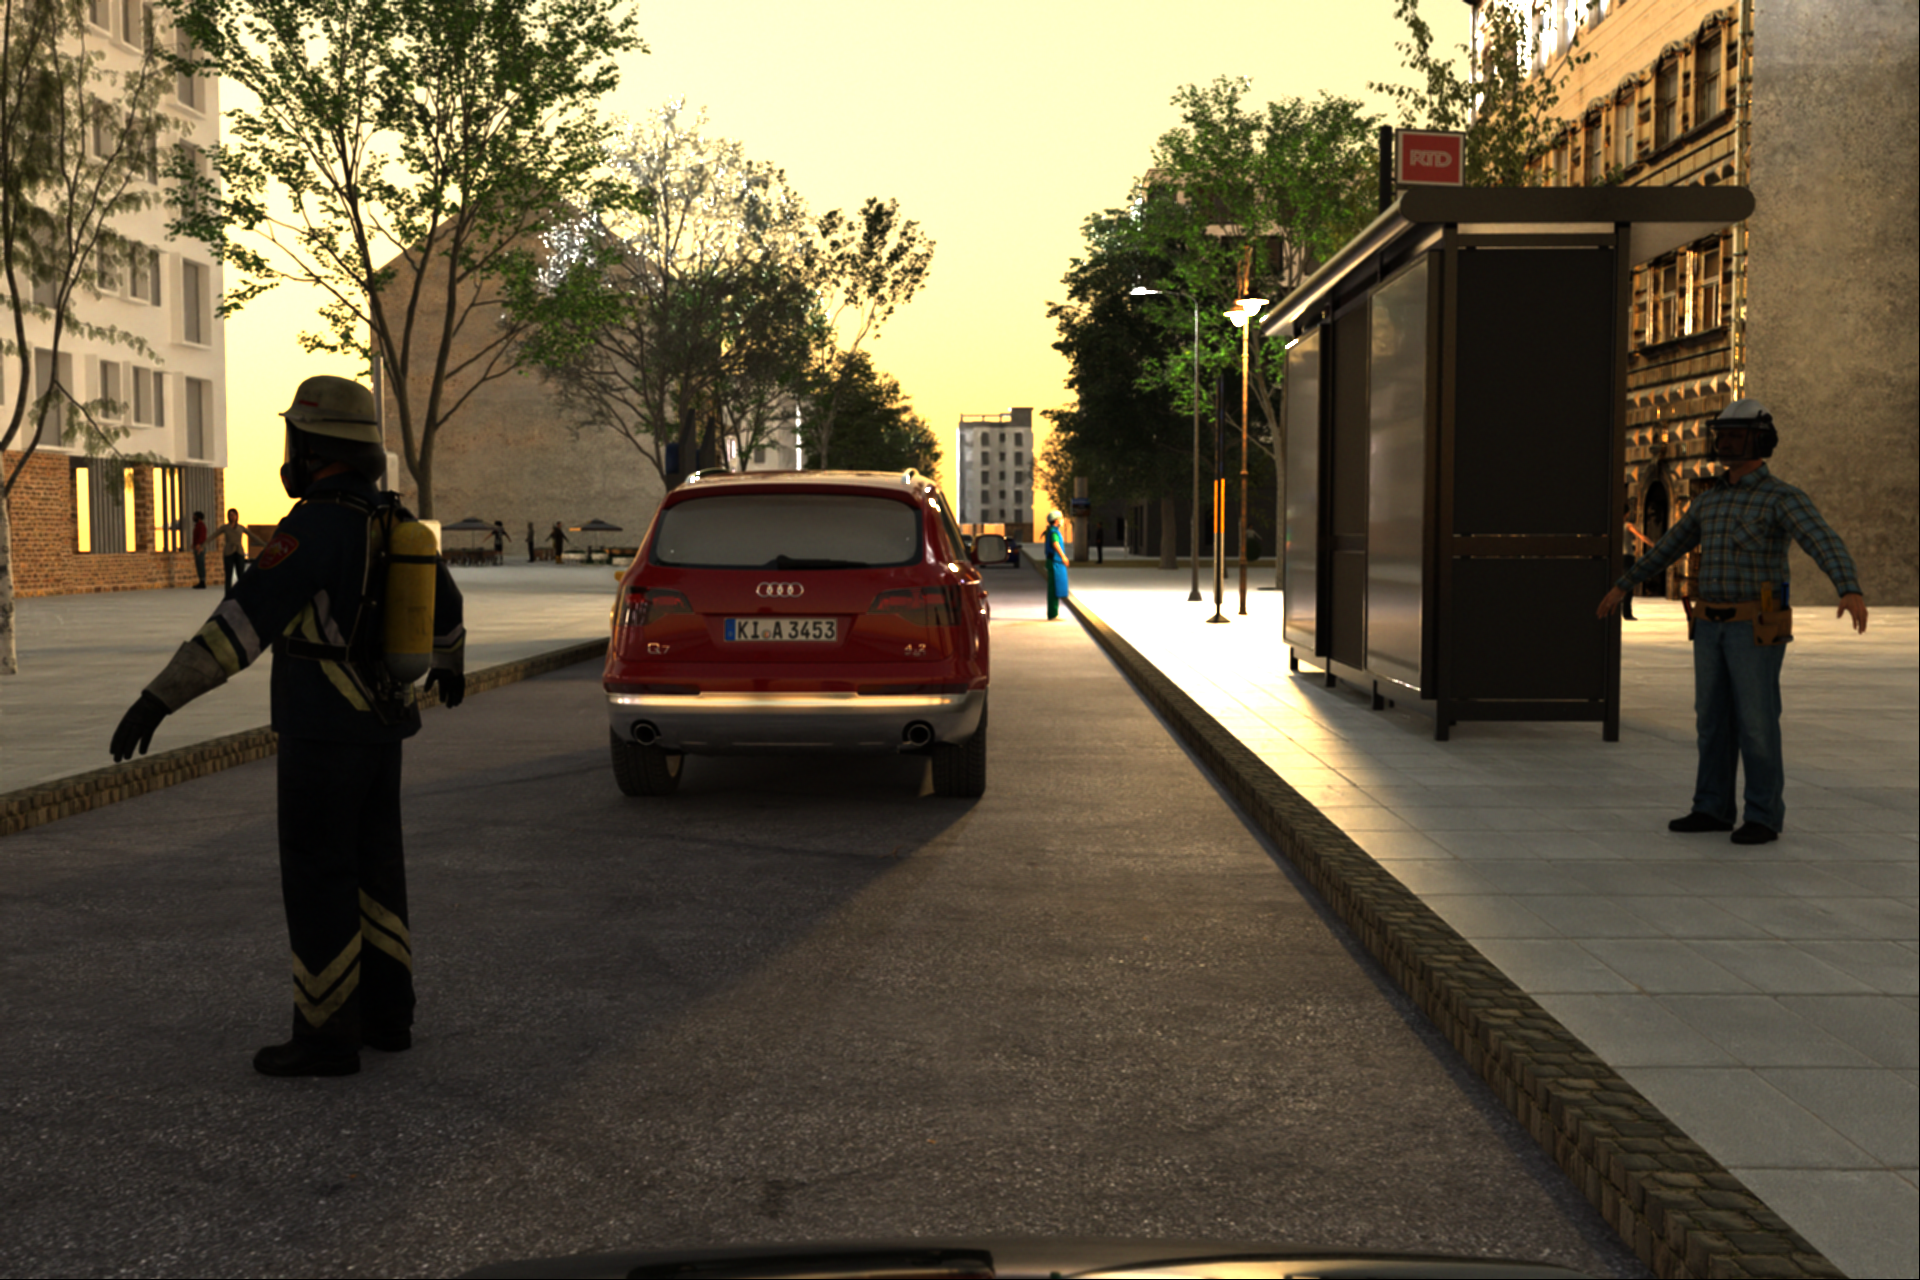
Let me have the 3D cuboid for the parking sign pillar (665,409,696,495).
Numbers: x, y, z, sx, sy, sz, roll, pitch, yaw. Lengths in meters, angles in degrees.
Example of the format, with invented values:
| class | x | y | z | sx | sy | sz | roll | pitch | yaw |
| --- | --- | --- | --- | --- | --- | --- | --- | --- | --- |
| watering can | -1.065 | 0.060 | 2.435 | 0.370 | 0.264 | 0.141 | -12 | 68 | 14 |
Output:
| class | x | y | z | sx | sy | sz | roll | pitch | yaw |
| --- | --- | --- | --- | --- | --- | --- | --- | --- | --- |
| parking sign pillar | -5.890 | -2.947 | 36.652 | 1.447 | 3.967 | 1.447 | 0 | 4 | 1 |

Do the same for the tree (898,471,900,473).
| class | x | y | z | sx | sy | sz | roll | pitch | yaw |
| --- | --- | --- | --- | --- | --- | --- | --- | --- | --- |
| tree | -4.945 | -12.990 | 162.749 | 4.360 | 8.622 | 3.978 | 0 | 3 | 0 |

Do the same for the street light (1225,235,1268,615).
| class | x | y | z | sx | sy | sz | roll | pitch | yaw |
| --- | --- | --- | --- | --- | --- | --- | --- | --- | --- |
| street light | 4.468 | -3.327 | 27.192 | 0.468 | 5.910 | 1.993 | 0 | 4 | 1 |

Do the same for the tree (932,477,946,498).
| class | x | y | z | sx | sy | sz | roll | pitch | yaw |
| --- | --- | --- | --- | --- | --- | --- | --- | --- | --- |
| tree | -5.560 | -19.851 | 258.975 | 7.601 | 10.594 | 8.767 | 1 | 4 | 10 |

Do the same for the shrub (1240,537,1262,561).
| class | x | y | z | sx | sy | sz | roll | pitch | yaw |
| --- | --- | --- | --- | --- | --- | --- | --- | --- | --- |
| shrub | 13.667 | -4.294 | 81.316 | 1.383 | 1.207 | 1.383 | 0 | 3 | 0 |

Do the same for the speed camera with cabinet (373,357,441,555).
| class | x | y | z | sx | sy | sz | roll | pitch | yaw |
| --- | --- | --- | --- | --- | --- | --- | --- | --- | --- |
| speed camera with cabinet | -6.661 | -1.578 | 20.141 | 0.660 | 3.252 | 2.038 | 0 | 4 | 2 |

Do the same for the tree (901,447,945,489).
| class | x | y | z | sx | sy | sz | roll | pitch | yaw |
| --- | --- | --- | --- | --- | --- | --- | --- | --- | --- |
| tree | -5.326 | -15.010 | 171.171 | 9.928 | 11.665 | 9.643 | 0 | 3 | 0 |

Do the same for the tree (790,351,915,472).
| class | x | y | z | sx | sy | sz | roll | pitch | yaw |
| --- | --- | --- | --- | --- | --- | --- | --- | --- | --- |
| tree | -6.605 | -11.563 | 107.187 | 7.486 | 12.596 | 7.792 | 0 | 3 | 0 |

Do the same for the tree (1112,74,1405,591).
| class | x | y | z | sx | sy | sz | roll | pitch | yaw |
| --- | --- | --- | --- | --- | --- | --- | --- | --- | --- |
| tree | 7.308 | -6.947 | 39.341 | 9.928 | 11.665 | 9.643 | 0 | 3 | 0 |

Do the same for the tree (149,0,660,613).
| class | x | y | z | sx | sy | sz | roll | pitch | yaw |
| --- | --- | --- | --- | --- | --- | --- | --- | --- | --- |
| tree | -8.708 | -6.233 | 27.666 | 9.928 | 11.665 | 9.643 | 0 | 3 | 0 |

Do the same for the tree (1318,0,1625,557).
| class | x | y | z | sx | sy | sz | roll | pitch | yaw |
| --- | --- | --- | --- | --- | --- | --- | --- | --- | --- |
| tree | 6.530 | -4.417 | 22.578 | 4.737 | 8.622 | 4.395 | 0 | 3 | 0 |

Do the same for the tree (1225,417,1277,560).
| class | x | y | z | sx | sy | sz | roll | pitch | yaw |
| --- | --- | --- | --- | --- | --- | --- | --- | --- | --- |
| tree | 13.741 | -8.182 | 84.145 | 4.737 | 8.622 | 4.395 | 0 | 3 | 0 |

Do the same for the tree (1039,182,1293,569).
| class | x | y | z | sx | sy | sz | roll | pitch | yaw |
| --- | --- | --- | --- | --- | --- | --- | --- | --- | --- |
| tree | 7.554 | -9.537 | 62.588 | 9.857 | 13.997 | 8.962 | 0 | 3 | 0 |

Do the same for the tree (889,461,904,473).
| class | x | y | z | sx | sy | sz | roll | pitch | yaw |
| --- | --- | --- | --- | --- | --- | --- | --- | --- | --- |
| tree | -6.072 | -11.469 | 137.873 | 4.360 | 8.622 | 3.978 | 0 | 3 | 0 |

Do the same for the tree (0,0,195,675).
| class | x | y | z | sx | sy | sz | roll | pitch | yaw |
| --- | --- | --- | --- | --- | --- | --- | --- | --- | --- |
| tree | -8.768 | -4.005 | 15.837 | 4.360 | 8.622 | 3.978 | 0 | 3 | 0 |

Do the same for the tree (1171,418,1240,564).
| class | x | y | z | sx | sy | sz | roll | pitch | yaw |
| --- | --- | --- | --- | --- | --- | --- | --- | --- | --- |
| tree | 9.796 | -7.541 | 73.661 | 4.360 | 8.622 | 3.978 | 0 | 3 | 0 |

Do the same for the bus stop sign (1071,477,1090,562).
| class | x | y | z | sx | sy | sz | roll | pitch | yaw |
| --- | --- | --- | --- | --- | --- | --- | --- | --- | --- |
| bus stop sign | 5.582 | -5.572 | 80.113 | 0.837 | 3.901 | 0.837 | 0 | 4 | 1 |

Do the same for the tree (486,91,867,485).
| class | x | y | z | sx | sy | sz | roll | pitch | yaw |
| --- | --- | --- | --- | --- | --- | --- | --- | --- | --- |
| tree | -8.245 | -8.481 | 49.033 | 12.009 | 13.543 | 11.850 | 0 | 3 | 0 |

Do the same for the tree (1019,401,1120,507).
| class | x | y | z | sx | sy | sz | roll | pitch | yaw |
| --- | --- | --- | --- | --- | --- | --- | --- | --- | --- |
| tree | 10.566 | -14.989 | 155.434 | 12.009 | 13.543 | 11.850 | 0 | 3 | 0 |

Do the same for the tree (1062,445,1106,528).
| class | x | y | z | sx | sy | sz | roll | pitch | yaw |
| --- | --- | --- | --- | --- | --- | --- | --- | --- | --- |
| tree | 9.947 | -11.364 | 136.168 | 4.737 | 8.622 | 4.395 | 0 | 3 | 0 |

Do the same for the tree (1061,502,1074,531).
| class | x | y | z | sx | sy | sz | roll | pitch | yaw |
| --- | --- | --- | --- | --- | --- | --- | --- | --- | --- |
| tree | 17.229 | -19.053 | 261.871 | 4.737 | 8.622 | 4.395 | 0 | 3 | 0 |

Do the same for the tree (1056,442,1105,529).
| class | x | y | z | sx | sy | sz | roll | pitch | yaw |
| --- | --- | --- | --- | --- | --- | --- | --- | --- | --- |
| tree | 9.115 | -10.884 | 128.316 | 4.360 | 8.622 | 3.978 | 0 | 3 | 0 |

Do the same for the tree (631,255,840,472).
| class | x | y | z | sx | sy | sz | roll | pitch | yaw |
| --- | --- | --- | --- | --- | --- | --- | --- | --- | --- |
| tree | -8.186 | -8.406 | 63.194 | 9.928 | 11.665 | 9.643 | 0 | 3 | 0 |

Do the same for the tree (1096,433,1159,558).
| class | x | y | z | sx | sy | sz | roll | pitch | yaw |
| --- | --- | --- | --- | --- | --- | --- | --- | --- | --- |
| tree | 9.019 | -8.632 | 91.500 | 4.737 | 8.622 | 4.395 | 0 | 3 | 0 |

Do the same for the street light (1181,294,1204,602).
| class | x | y | z | sx | sy | sz | roll | pitch | yaw |
| --- | --- | --- | --- | --- | --- | --- | --- | --- | --- |
| street light | 4.997 | -3.676 | 32.642 | 1.470 | 5.913 | 1.316 | 0 | 4 | 1 |

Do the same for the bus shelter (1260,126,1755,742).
| class | x | y | z | sx | sy | sz | roll | pitch | yaw |
| --- | --- | --- | --- | --- | --- | --- | --- | --- | --- |
| bus shelter | 3.875 | -2.274 | 14.808 | 2.179 | 5.291 | 8.768 | 0 | 4 | 2 |

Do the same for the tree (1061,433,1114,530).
| class | x | y | z | sx | sy | sz | roll | pitch | yaw |
| --- | --- | --- | --- | --- | --- | --- | --- | --- | --- |
| tree | 8.486 | -9.980 | 113.537 | 4.737 | 8.622 | 4.395 | 0 | 3 | 0 |

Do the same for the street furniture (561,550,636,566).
| class | x | y | z | sx | sy | sz | roll | pitch | yaw |
| --- | --- | --- | --- | --- | --- | --- | --- | --- | --- |
| street furniture | -11.231 | -3.358 | 70.524 | 10.072 | 0.657 | 5.734 | 1 | 4 | 17 |

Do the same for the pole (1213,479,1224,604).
| class | x | y | z | sx | sy | sz | roll | pitch | yaw |
| --- | --- | --- | --- | --- | --- | --- | --- | --- | --- |
| pole | 4.721 | -2.307 | 31.564 | 0.158 | 3.312 | 0.155 | 0 | 3 | 0 |

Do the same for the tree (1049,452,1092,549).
| class | x | y | z | sx | sy | sz | roll | pitch | yaw |
| --- | --- | --- | --- | --- | --- | --- | --- | --- | --- |
| tree | 9.612 | -12.029 | 147.036 | 4.360 | 8.622 | 3.978 | 0 | 3 | 0 |

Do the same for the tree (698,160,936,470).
| class | x | y | z | sx | sy | sz | roll | pitch | yaw |
| --- | --- | --- | --- | --- | --- | --- | --- | --- | --- |
| tree | -8.483 | -14.305 | 89.768 | 12.611 | 20.169 | 13.585 | 0 | 3 | 0 |

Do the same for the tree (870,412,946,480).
| class | x | y | z | sx | sy | sz | roll | pitch | yaw |
| --- | --- | --- | --- | --- | --- | --- | --- | --- | --- |
| tree | -5.096 | -13.623 | 148.487 | 9.928 | 11.665 | 9.643 | 0 | 3 | 0 |

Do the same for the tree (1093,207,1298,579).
| class | x | y | z | sx | sy | sz | roll | pitch | yaw |
| --- | --- | --- | --- | --- | --- | --- | --- | --- | --- |
| tree | 7.244 | -7.049 | 49.666 | 7.601 | 10.594 | 8.767 | 1 | 4 | 15 |

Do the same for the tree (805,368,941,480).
| class | x | y | z | sx | sy | sz | roll | pitch | yaw |
| --- | --- | --- | --- | --- | --- | --- | --- | --- | --- |
| tree | -6.167 | -13.267 | 127.288 | 12.009 | 13.543 | 11.850 | 0 | 3 | 0 |

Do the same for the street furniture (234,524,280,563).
| class | x | y | z | sx | sy | sz | roll | pitch | yaw |
| --- | --- | --- | --- | --- | --- | --- | --- | --- | --- |
| street furniture | -28.574 | -4.455 | 79.701 | 9.812 | 1.723 | 11.010 | 0 | 4 | 1 |

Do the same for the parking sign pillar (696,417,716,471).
| class | x | y | z | sx | sy | sz | roll | pitch | yaw |
| --- | --- | --- | --- | --- | --- | --- | --- | --- | --- |
| parking sign pillar | -5.851 | -3.108 | 39.284 | 1.447 | 3.967 | 1.447 | 0 | 4 | 2 |

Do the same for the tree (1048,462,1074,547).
| class | x | y | z | sx | sy | sz | roll | pitch | yaw |
| --- | --- | --- | --- | --- | --- | --- | --- | --- | --- |
| tree | 10.279 | -13.349 | 168.624 | 4.737 | 8.622 | 4.395 | 0 | 3 | 0 |
